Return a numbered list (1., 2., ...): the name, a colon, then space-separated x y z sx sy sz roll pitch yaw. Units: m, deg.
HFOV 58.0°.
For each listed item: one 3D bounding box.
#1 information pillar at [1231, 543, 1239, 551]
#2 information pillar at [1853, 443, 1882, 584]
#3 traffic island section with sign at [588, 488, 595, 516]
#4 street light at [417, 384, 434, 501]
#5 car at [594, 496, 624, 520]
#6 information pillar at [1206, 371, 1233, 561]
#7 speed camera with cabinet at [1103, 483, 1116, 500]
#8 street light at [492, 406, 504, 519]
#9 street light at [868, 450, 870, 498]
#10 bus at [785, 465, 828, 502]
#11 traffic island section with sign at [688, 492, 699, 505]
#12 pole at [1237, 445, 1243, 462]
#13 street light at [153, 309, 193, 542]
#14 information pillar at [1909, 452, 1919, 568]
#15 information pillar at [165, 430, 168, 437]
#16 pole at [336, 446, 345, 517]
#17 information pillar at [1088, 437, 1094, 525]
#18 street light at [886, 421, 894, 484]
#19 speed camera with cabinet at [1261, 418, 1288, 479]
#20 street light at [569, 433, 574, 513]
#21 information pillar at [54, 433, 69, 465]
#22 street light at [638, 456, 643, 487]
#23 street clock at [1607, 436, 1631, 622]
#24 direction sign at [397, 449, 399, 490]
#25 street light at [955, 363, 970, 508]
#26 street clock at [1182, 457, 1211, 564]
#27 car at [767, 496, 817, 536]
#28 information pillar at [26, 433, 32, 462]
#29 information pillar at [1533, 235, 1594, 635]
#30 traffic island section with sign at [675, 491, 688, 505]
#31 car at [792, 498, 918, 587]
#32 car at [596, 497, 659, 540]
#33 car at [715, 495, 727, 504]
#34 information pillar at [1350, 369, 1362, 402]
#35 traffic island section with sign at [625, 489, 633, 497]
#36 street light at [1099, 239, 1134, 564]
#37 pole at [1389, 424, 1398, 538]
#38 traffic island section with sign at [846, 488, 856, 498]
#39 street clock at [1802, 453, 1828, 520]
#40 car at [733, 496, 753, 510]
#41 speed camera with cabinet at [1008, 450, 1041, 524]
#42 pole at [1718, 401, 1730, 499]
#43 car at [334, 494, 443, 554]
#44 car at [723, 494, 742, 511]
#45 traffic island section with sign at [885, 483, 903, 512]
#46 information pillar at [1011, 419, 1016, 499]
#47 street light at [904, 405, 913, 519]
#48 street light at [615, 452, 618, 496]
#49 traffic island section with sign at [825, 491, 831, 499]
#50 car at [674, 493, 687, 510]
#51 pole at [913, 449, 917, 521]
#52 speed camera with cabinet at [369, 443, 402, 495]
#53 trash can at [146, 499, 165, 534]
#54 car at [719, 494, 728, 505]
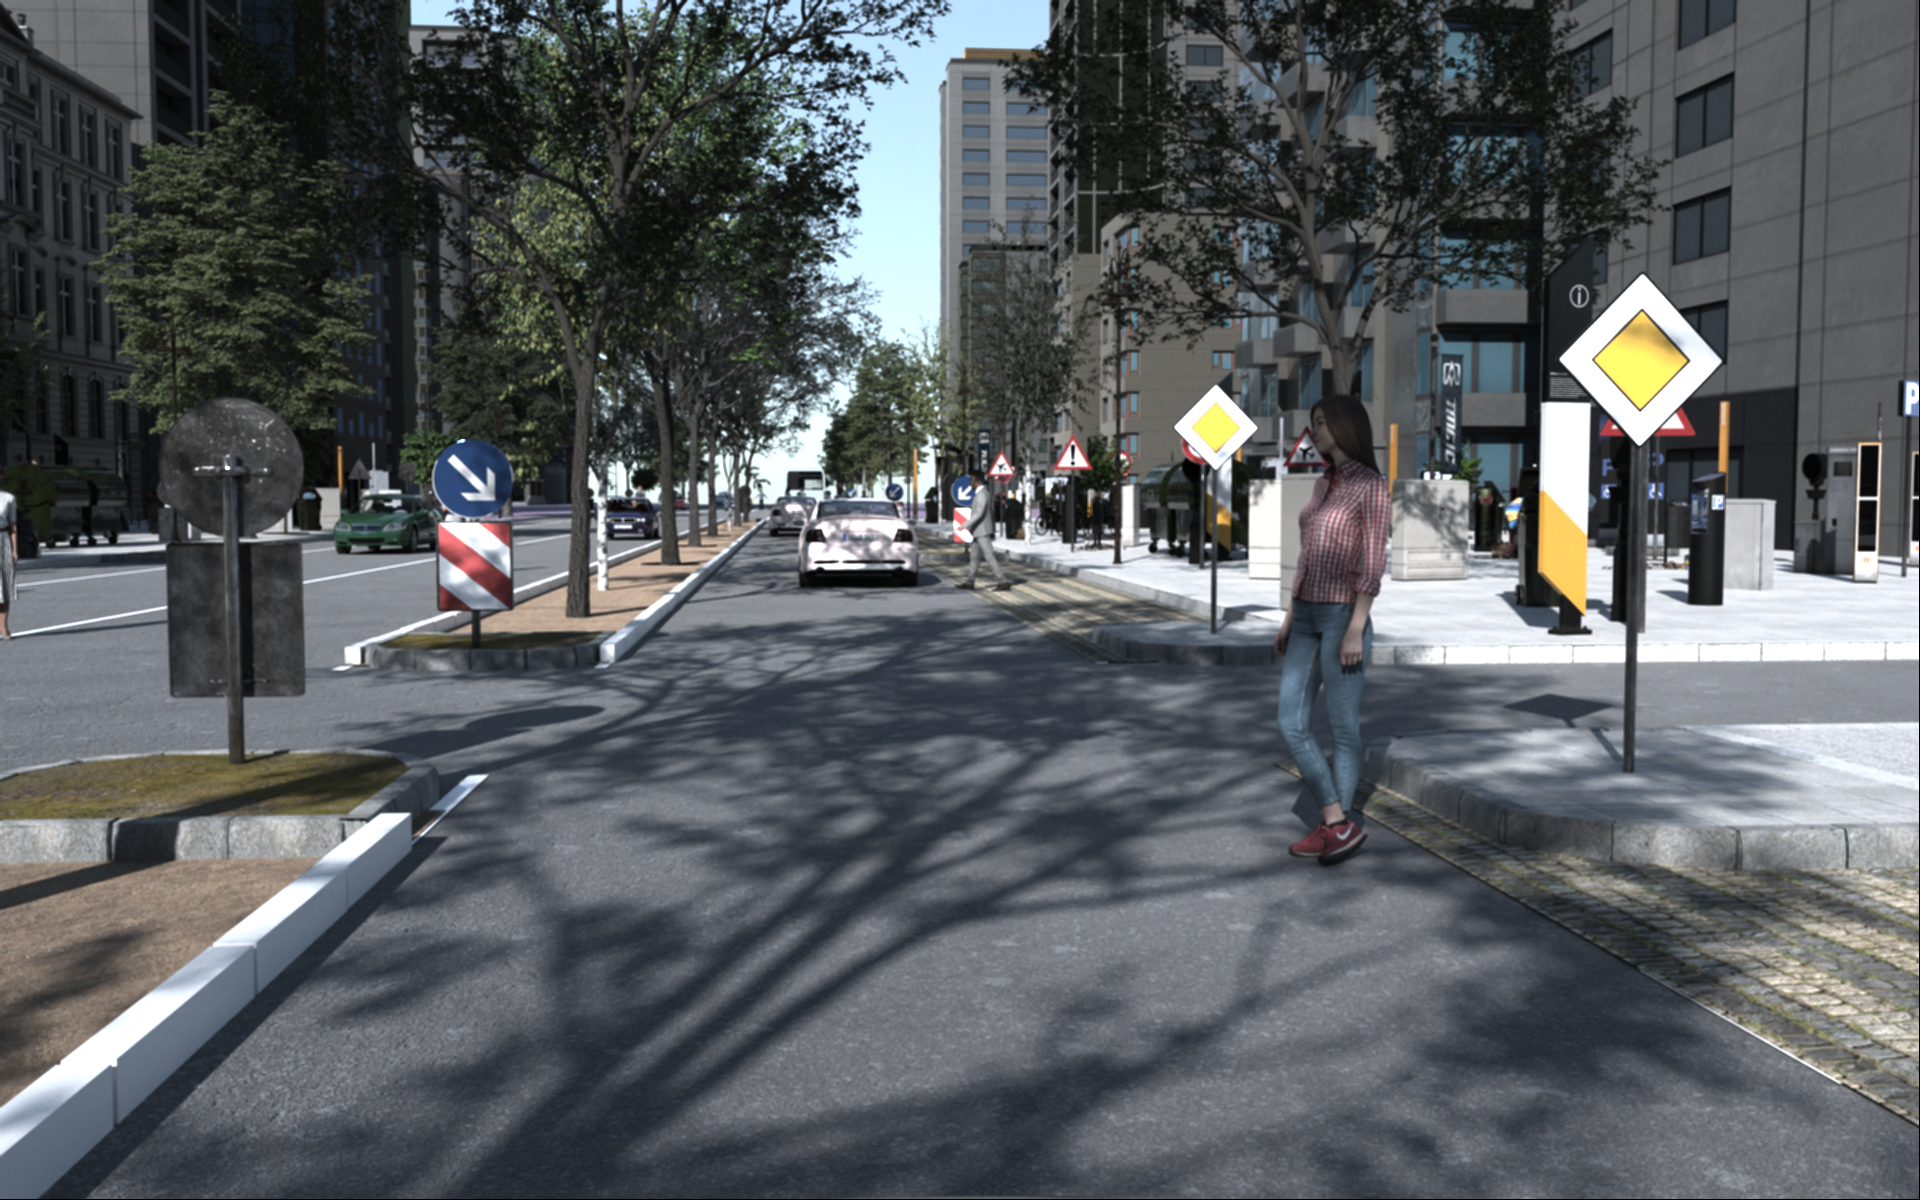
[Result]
1. information pillar: 6.164 -2.131 39.328 0.304 2.012 0.304 2 4 25
2. information pillar: 13.063 -1.251 24.942 0.304 2.012 0.304 2 4 24
3. traffic island section with sign: -24.236 -6.398 113.238 1.989 1.847 2.006 0 4 -5
4. street light: -22.483 -6.129 72.992 0.468 5.910 1.993 0 4 -5
5. car: -19.166 -5.080 95.636 1.945 1.354 3.894 0 4 -6
6. information pillar: 4.962 -2.550 33.042 0.504 3.616 0.183 -1 4 -12
7. speed camera with cabinet: 8.643 -5.975 92.028 2.038 3.252 0.660 0 4 1
8. street light: -24.161 -7.217 90.791 0.468 5.910 1.993 0 4 -5
9. street light: -7.225 -10.063 137.315 0.468 5.910 1.993 0 4 -5
10. bus: -10.412 -7.493 117.372 2.948 3.499 13.247 0 4 -4
11. traffic island section with sign: -34.582 -13.082 222.518 1.989 1.847 2.006 0 4 -5
12. pole: 10.509 -4.360 65.123 0.158 3.312 0.155 0 3 0
13. street light: -19.664 -4.320 43.414 0.468 5.910 1.993 0 4 -5
14. information pillar: 16.830 -1.575 30.249 0.304 2.012 0.304 -2 4 -34
15. information pillar: -24.469 -3.801 53.498 0.183 3.616 0.504 -2 4 -28
16. pole: -26.379 -4.893 73.849 0.158 3.312 0.155 0 3 0
17. information pillar: 5.413 -4.912 71.669 0.183 3.616 0.504 2 4 31
18. street light: -4.354 -8.270 107.997 0.468 5.910 1.993 0 4 -5
19. speed camera with cabinet: 8.079 -3.134 45.579 0.660 3.252 2.038 0 4 -5
20. street light: -26.948 -9.025 120.346 0.468 5.910 1.993 0 4 -5
21. information pillar: -34.498 -4.599 66.547 0.504 3.616 0.183 -1 4 -18
22. street light: -31.870 -12.261 173.262 0.468 5.910 1.993 0 4 -5
23. street clock: 6.676 -0.784 17.396 0.358 2.002 0.471 2 4 32
24. direction sign: -28.376 -5.838 87.447 0.379 3.537 0.876 -1 4 -16
25. street light: 0.130 -5.384 60.823 0.468 5.910 1.993 0 4 -5
26. street clock: 4.307 -1.655 31.623 0.471 2.002 0.358 2 4 31
27. car: -5.679 -2.925 60.188 2.083 1.381 4.827 0 4 -6
28. information pillar: -35.675 -4.591 66.419 0.183 3.616 0.504 -1 4 -19
29. information pillar: 5.508 -1.491 15.726 0.504 3.616 0.183 -1 4 -18
30. traffic island section with sign: -31.891 -11.349 194.188 1.989 1.847 2.006 0 4 -5
31. car: -1.695 -0.970 28.228 2.083 1.381 4.827 0 4 -5
32. car: -10.559 -2.605 55.167 1.945 1.354 3.894 0 4 -6
33. car: -29.796 -12.360 214.447 2.083 1.381 4.827 0 4 -6
34. information pillar: 7.350 -2.513 32.435 0.183 3.616 0.504 3 5 44
35. traffic island section with sign: -26.836 -8.077 140.690 1.989 1.847 2.006 0 4 -5
36. street light: 2.896 -3.601 31.670 0.468 5.910 1.993 0 4 -5
37. pole: 12.620 -3.463 50.460 0.158 3.312 0.155 0 3 0
38. traffic island section with sign: -7.355 -6.511 115.085 1.989 1.847 2.006 0 4 -5
39. street clock: 15.250 -1.608 30.867 0.358 2.002 0.471 -1 4 -17
40. car: -20.299 -9.271 161.803 2.015 1.641 3.980 0 4 -4
41. speed camera with cabinet: 2.805 -4.925 74.858 0.660 3.252 2.038 2 4 29
42. pole: 16.834 -2.713 38.206 0.158 3.312 0.155 0 3 0
43. car: -14.146 -1.914 43.085 2.131 1.459 4.920 0 4 -4
44. car: -19.566 -8.478 150.615 2.014 1.417 4.499 0 4 -6
45. traffic island section with sign: -2.601 -3.438 64.840 1.989 1.847 2.006 0 4 -5
46. information pillar: 1.640 -3.751 52.680 0.183 3.616 0.504 1 4 11
47. street light: -2.691 -7.200 90.501 0.468 5.910 1.993 0 4 -5
48. street light: -29.731 -10.825 149.768 0.468 5.910 1.993 0 4 -5
49. traffic island section with sign: -9.898 -8.152 141.920 1.989 1.847 2.006 0 4 -5
50. car: -25.125 -8.778 152.563 2.155 1.783 4.494 0 4 -4
51. pole: -2.018 -5.154 78.112 0.158 3.312 0.155 0 3 0
52. speed camera with cabinet: -22.075 -4.416 66.545 0.660 3.252 2.038 -3 4 -37
53. trash can: -25.683 -2.682 55.511 0.748 1.137 0.748 0 3 0
54. car: -30.846 -13.331 227.560 1.945 1.707 3.694 0 4 -7
